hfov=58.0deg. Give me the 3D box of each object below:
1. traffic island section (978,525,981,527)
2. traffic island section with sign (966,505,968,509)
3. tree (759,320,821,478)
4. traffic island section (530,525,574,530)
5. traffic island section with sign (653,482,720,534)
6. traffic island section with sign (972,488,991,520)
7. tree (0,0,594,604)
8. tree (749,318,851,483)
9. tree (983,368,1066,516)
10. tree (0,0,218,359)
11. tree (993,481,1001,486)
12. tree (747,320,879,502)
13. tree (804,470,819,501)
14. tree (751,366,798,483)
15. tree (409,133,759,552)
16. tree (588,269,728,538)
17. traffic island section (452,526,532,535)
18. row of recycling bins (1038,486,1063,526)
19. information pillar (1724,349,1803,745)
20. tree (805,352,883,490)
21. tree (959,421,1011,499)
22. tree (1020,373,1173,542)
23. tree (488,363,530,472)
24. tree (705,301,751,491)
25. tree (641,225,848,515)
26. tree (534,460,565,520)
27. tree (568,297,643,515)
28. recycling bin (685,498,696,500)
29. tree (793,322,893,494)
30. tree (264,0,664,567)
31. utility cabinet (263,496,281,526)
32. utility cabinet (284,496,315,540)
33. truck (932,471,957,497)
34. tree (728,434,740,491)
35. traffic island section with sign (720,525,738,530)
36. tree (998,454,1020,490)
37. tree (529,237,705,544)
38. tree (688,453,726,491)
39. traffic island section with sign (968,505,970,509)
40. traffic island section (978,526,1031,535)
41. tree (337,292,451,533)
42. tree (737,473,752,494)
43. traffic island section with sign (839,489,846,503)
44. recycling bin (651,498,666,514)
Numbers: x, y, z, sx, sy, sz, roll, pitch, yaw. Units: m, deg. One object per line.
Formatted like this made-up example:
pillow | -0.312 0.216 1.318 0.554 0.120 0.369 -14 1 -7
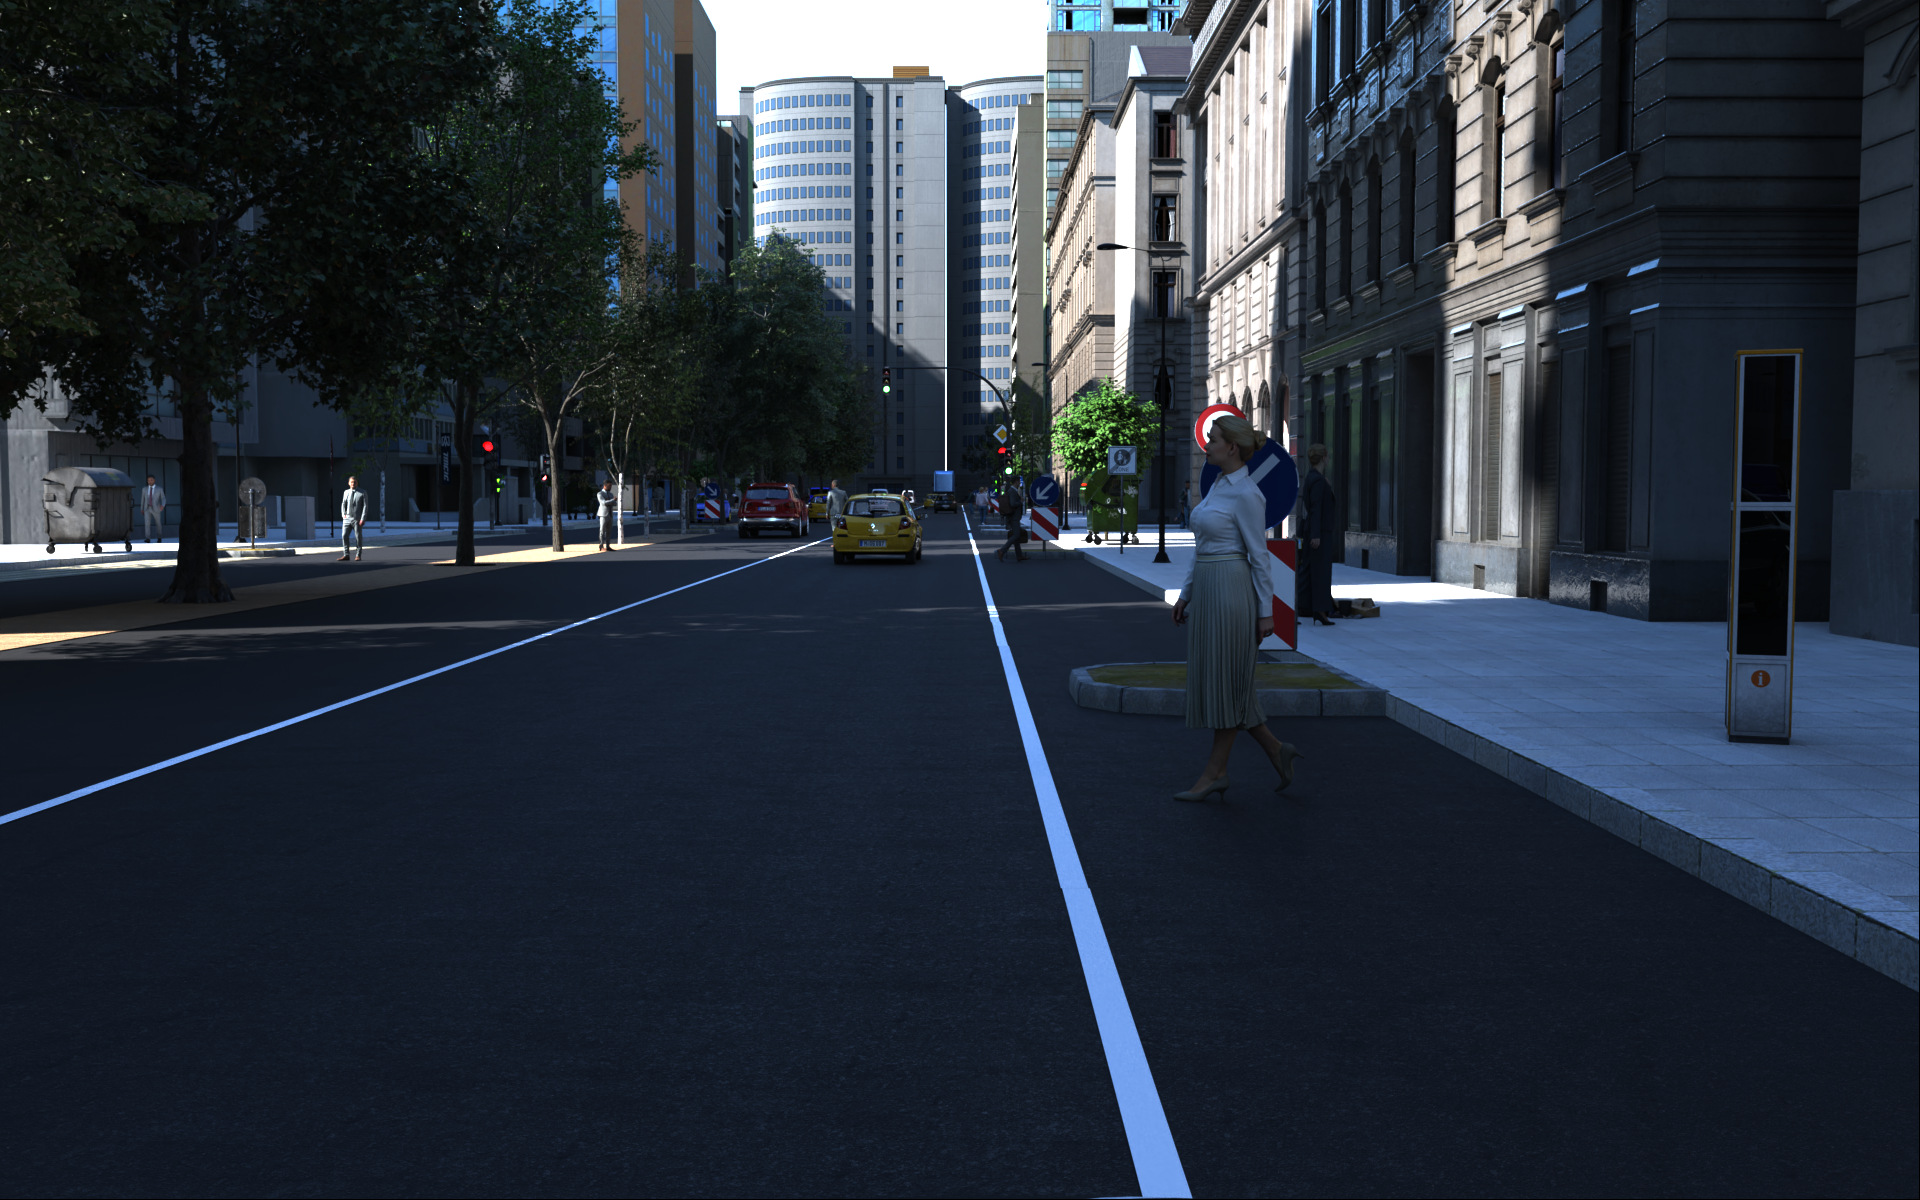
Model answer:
traffic island section | 1.739 -2.924 70.084 2.009 0.180 2.903 0 3 0
traffic island section with sign | 1.694 -9.982 171.838 1.989 1.847 2.006 0 3 0
tree | -10.011 -8.352 73.421 8.767 10.594 7.601 0 3 0
traffic island section | -16.802 -2.923 70.078 2.009 0.180 2.903 0 3 0
traffic island section with sign | -9.882 -3.315 62.330 2.006 1.907 1.989 0 3 0
traffic island section with sign | 1.730 -5.314 95.513 1.989 1.847 2.006 0 3 0
tree | -10.080 -6.314 22.700 9.611 12.733 9.660 0 3 0
tree | -9.987 -10.411 98.425 9.928 11.665 9.643 0 3 0
tree | 4.009 -9.257 101.720 4.737 8.622 4.395 0 3 0
tree | -9.788 -5.718 14.072 7.486 12.596 7.792 0 3 0
tree | 4.808 -13.449 214.497 1.663 3.219 1.824 0 3 0
tree | -10.007 -11.582 108.836 9.611 12.733 9.660 0 3 0
tree | -19.104 -16.587 221.563 4.737 8.622 4.395 0 3 0
tree | -10.186 -8.469 91.286 4.360 8.622 3.978 0 3 0
tree | -9.895 -6.479 42.801 8.767 10.594 7.601 0 3 0
tree | -10.011 -6.254 55.071 4.737 8.622 4.395 0 3 0
traffic island section | -16.798 -2.435 62.092 2.009 0.180 2.903 0 3 0
row of recycling bins | 3.648 -3.909 71.027 1.069 1.692 3.534 0 4 0
information pillar | 4.155 -0.274 8.969 0.304 2.012 0.304 1 4 21
tree | -9.716 -12.862 130.880 7.486 12.596 7.792 0 3 0
tree | 3.865 -17.598 222.142 8.767 10.594 7.601 1 4 11
tree | 4.099 -3.892 47.354 4.285 4.588 4.351 0 3 0
tree | -19.935 -7.981 80.845 4.360 8.622 3.978 0 3 0
tree | -9.620 -6.565 60.162 4.360 8.622 3.978 0 3 0
tree | -9.731 -10.630 82.913 9.857 13.997 8.962 0 3 0
tree | -20.840 -5.680 87.467 1.663 3.219 1.824 0 3 0
tree | -19.606 -12.222 106.487 9.857 13.997 8.962 0 3 0
recycling bin | -18.928 -6.684 121.829 0.722 1.027 0.722 2 4 23
tree | -9.631 -12.678 120.107 12.009 13.543 11.850 0 3 0
tree | -9.695 -6.461 33.857 9.928 11.665 9.643 0 3 0
utility cabinet | -27.797 -3.577 69.638 1.020 1.237 0.306 1 4 19
utility cabinet | -18.614 -2.306 48.864 1.020 1.237 0.306 3 4 36
truck | -1.891 -12.471 193.652 2.967 4.110 18.799 0 4 1
tree | -19.554 -11.723 142.033 4.737 8.622 4.395 0 3 0
traffic island section with sign | -9.877 -3.768 69.738 2.006 1.907 1.989 0 3 0
tree | 4.428 -9.312 135.963 4.285 4.588 4.351 0 3 0
tree | -9.656 -5.896 49.220 4.360 8.622 3.978 0 3 0
tree | -19.954 -9.371 136.928 4.285 4.588 4.351 0 3 0
traffic island section with sign | 1.710 -6.963 122.468 1.989 1.847 2.006 0 3 0
traffic island section | 1.744 -2.435 62.099 2.009 0.180 2.903 0 3 0
tree | -19.074 -6.538 57.261 4.737 8.622 4.395 0 3 0
tree | -19.920 -10.182 161.080 1.663 3.219 1.824 0 3 0
traffic island section with sign | -9.932 -8.363 144.876 2.006 1.907 1.989 0 3 0
recycling bin | -19.056 -5.923 109.397 0.722 1.027 0.722 -3 4 -37
